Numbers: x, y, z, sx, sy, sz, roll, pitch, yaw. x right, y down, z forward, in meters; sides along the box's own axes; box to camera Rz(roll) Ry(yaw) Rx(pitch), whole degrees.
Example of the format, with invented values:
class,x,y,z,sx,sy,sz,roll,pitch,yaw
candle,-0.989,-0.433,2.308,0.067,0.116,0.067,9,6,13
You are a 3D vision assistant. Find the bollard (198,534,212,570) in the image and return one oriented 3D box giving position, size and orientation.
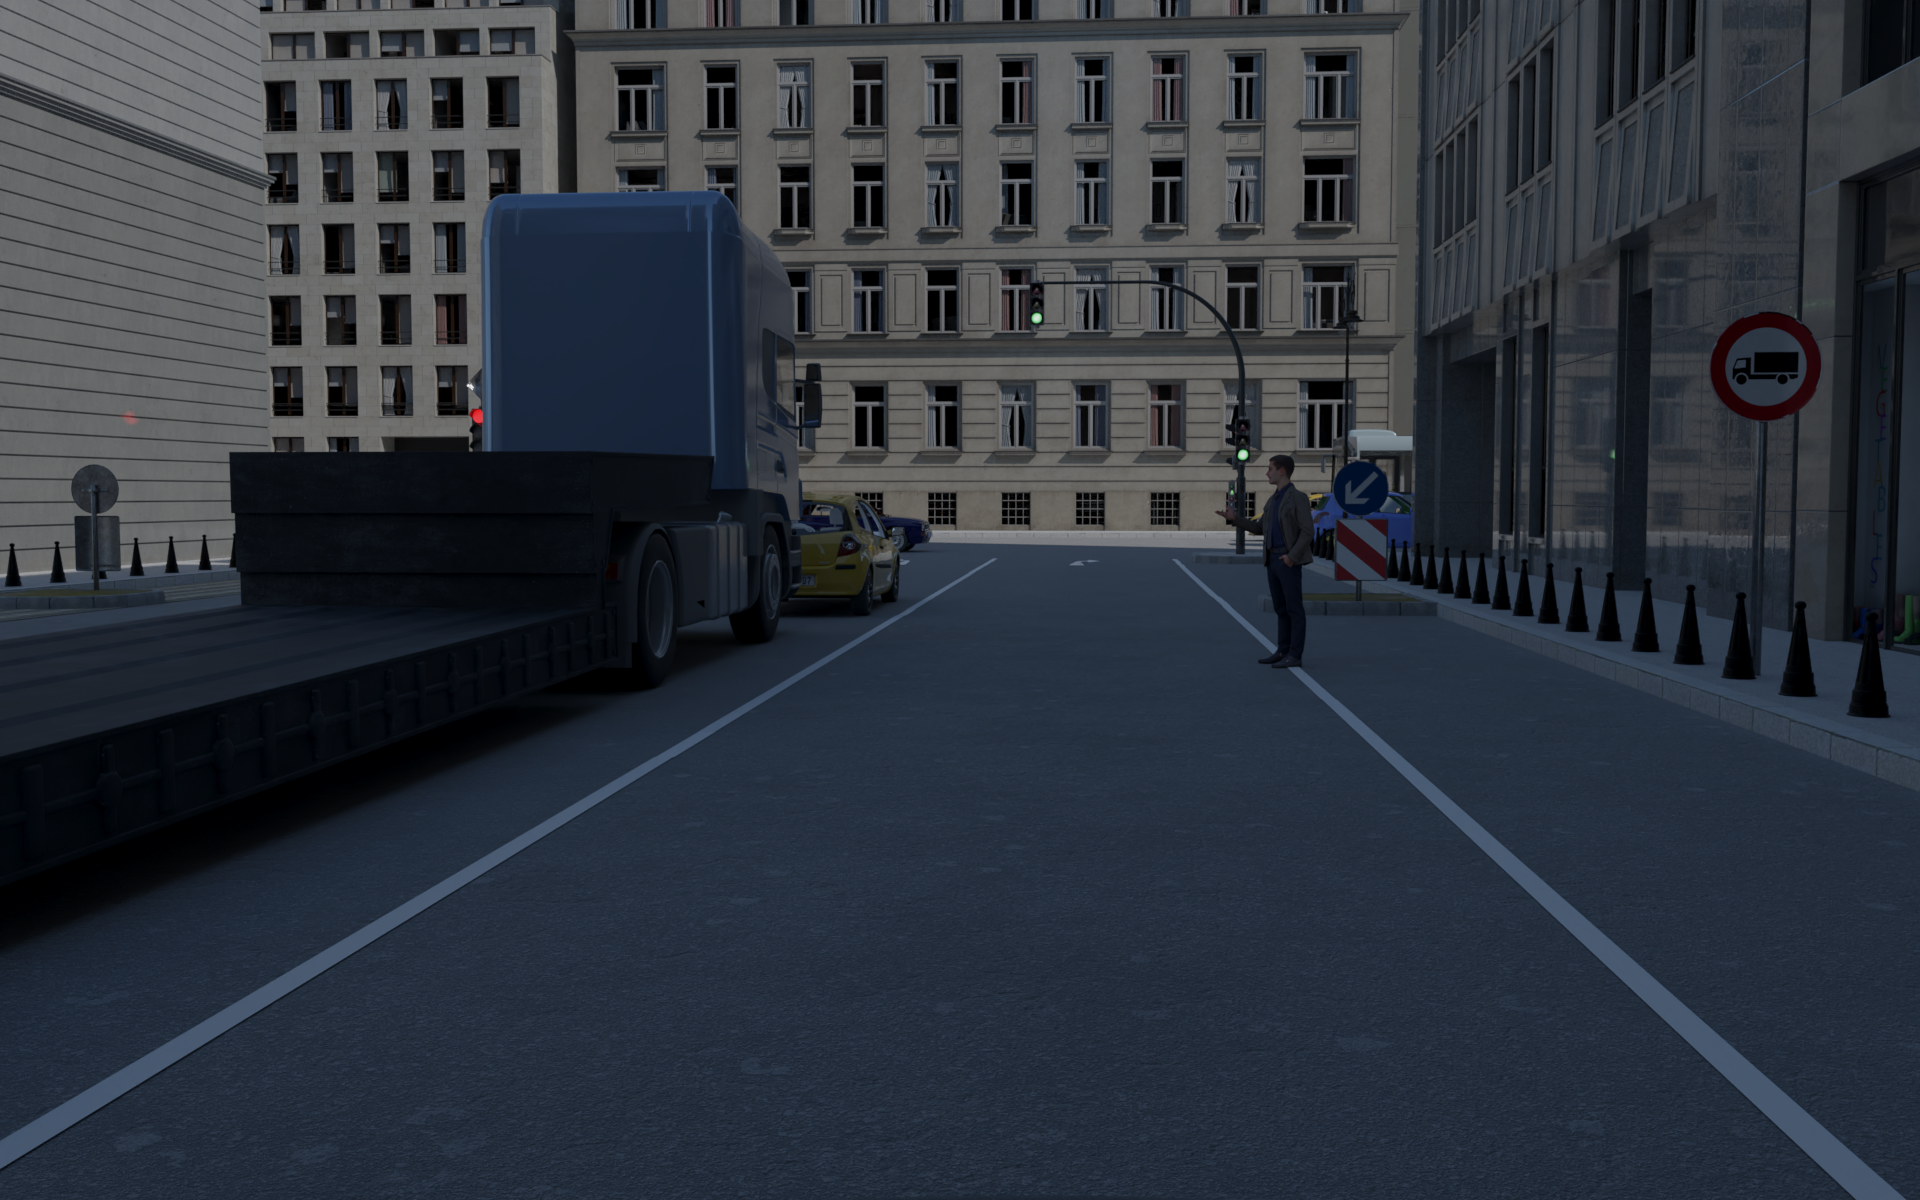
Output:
class,x,y,z,sx,sy,sz,roll,pitch,yaw
bollard,-12.729,-0.804,29.189,0.229,0.601,0.229,0,3,0

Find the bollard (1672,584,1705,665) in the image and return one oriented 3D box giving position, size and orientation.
class,x,y,z,sx,sy,sz,roll,pitch,yaw
bollard,5.509,0.181,13.075,0.229,0.601,0.229,0,3,0

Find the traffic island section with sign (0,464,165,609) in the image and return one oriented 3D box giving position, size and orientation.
class,x,y,z,sx,sy,sz,roll,pitch,yaw
traffic island section with sign,-11.482,-0.839,22.353,1.989,1.847,2.006,0,4,5

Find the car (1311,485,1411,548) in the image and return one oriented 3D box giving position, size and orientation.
class,x,y,z,sx,sy,sz,roll,pitch,yaw
car,9.946,-1.889,40.477,3.694,1.707,1.945,0,4,5

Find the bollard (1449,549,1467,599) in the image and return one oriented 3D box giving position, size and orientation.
class,x,y,z,sx,sy,sz,roll,pitch,yaw
bollard,6.187,-0.321,21.291,0.229,0.601,0.229,0,3,0

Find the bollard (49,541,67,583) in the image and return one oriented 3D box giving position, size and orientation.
class,x,y,z,sx,sy,sz,roll,pitch,yaw
bollard,-13.069,-0.553,25.082,0.229,0.601,0.229,0,3,0

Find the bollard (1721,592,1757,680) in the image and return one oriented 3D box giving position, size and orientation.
class,x,y,z,sx,sy,sz,roll,pitch,yaw
bollard,5.426,0.244,12.051,0.229,0.601,0.229,0,3,0

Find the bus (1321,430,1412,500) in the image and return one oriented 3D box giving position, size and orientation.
class,x,y,z,sx,sy,sz,roll,pitch,yaw
bus,15.890,-3.171,46.704,13.247,3.499,2.948,0,4,5

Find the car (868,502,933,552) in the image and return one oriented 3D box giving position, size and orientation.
class,x,y,z,sx,sy,sz,roll,pitch,yaw
car,-2.673,-1.878,43.283,3.894,1.354,1.945,0,4,7

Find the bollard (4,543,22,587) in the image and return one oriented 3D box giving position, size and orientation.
class,x,y,z,sx,sy,sz,roll,pitch,yaw
bollard,-13.154,-0.490,24.048,0.229,0.601,0.229,0,3,0

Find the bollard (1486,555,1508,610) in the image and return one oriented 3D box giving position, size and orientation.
class,x,y,z,sx,sy,sz,roll,pitch,yaw
bollard,6.021,-0.196,19.244,0.229,0.601,0.229,0,3,0

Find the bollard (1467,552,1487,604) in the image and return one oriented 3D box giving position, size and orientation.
class,x,y,z,sx,sy,sz,roll,pitch,yaw
bollard,6.105,-0.258,20.268,0.229,0.601,0.229,0,3,0

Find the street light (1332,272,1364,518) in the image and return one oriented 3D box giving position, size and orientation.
class,x,y,z,sx,sy,sz,roll,pitch,yaw
street light,8.091,-3.882,36.251,0.468,5.910,1.993,0,4,5

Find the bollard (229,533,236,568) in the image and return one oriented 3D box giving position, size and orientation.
class,x,y,z,sx,sy,sz,roll,pitch,yaw
bollard,-12.644,-0.867,30.215,0.229,0.601,0.229,0,3,0

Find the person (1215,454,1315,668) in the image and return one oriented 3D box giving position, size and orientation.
class,x,y,z,sx,sy,sz,roll,pitch,yaw
person,2.530,-0.329,14.405,0.750,1.759,0.617,0,4,-3

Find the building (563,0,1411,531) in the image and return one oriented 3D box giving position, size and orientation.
class,x,y,z,sx,sy,sz,roll,pitch,yaw
building,1.252,-14.304,67.149,30.059,22.955,16.112,0,4,5

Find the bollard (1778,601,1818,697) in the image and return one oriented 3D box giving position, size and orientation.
class,x,y,z,sx,sy,sz,roll,pitch,yaw
bollard,5.344,0.307,11.028,0.229,0.601,0.229,0,3,0

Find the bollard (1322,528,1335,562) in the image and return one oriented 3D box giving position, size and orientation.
class,x,y,z,sx,sy,sz,roll,pitch,yaw
bollard,7.204,-1.075,33.624,0.229,0.601,0.229,0,3,0

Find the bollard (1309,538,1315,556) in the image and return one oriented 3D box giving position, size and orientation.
class,x,y,z,sx,sy,sz,roll,pitch,yaw
bollard,7.373,-1.201,35.670,0.229,0.601,0.229,0,3,0

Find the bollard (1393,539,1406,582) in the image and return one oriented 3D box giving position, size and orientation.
class,x,y,z,sx,sy,sz,roll,pitch,yaw
bollard,6.526,-0.573,25.406,0.229,0.601,0.229,0,3,0

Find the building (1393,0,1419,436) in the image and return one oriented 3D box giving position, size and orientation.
class,x,y,z,sx,sy,sz,roll,pitch,yaw
building,29.626,-32.682,158.055,21.300,48.544,21.600,0,4,5

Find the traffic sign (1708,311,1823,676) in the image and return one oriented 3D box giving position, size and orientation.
class,x,y,z,sx,sy,sz,roll,pitch,yaw
traffic sign,5.631,-0.739,12.195,0.768,2.556,0.104,0,4,5

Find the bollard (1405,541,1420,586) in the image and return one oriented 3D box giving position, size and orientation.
class,x,y,z,sx,sy,sz,roll,pitch,yaw
bollard,6.443,-0.510,24.383,0.229,0.601,0.229,0,3,0

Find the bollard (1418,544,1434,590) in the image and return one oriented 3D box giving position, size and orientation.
class,x,y,z,sx,sy,sz,roll,pitch,yaw
bollard,6.359,-0.448,23.359,0.229,0.601,0.229,0,3,0

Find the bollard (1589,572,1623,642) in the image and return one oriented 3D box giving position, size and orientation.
class,x,y,z,sx,sy,sz,roll,pitch,yaw
bollard,5.677,0.055,15.137,0.229,0.601,0.229,0,3,0

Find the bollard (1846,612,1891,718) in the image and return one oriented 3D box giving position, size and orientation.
class,x,y,z,sx,sy,sz,roll,pitch,yaw
bollard,5.258,0.369,10.004,0.229,0.601,0.229,0,3,0

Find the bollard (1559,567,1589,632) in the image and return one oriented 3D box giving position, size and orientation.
class,x,y,z,sx,sy,sz,roll,pitch,yaw
bollard,5.766,-0.007,16.160,0.229,0.601,0.229,0,3,0

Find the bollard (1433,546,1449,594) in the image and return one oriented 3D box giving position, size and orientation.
class,x,y,z,sx,sy,sz,roll,pitch,yaw
bollard,6.271,-0.385,22.336,0.229,0.601,0.229,0,3,0

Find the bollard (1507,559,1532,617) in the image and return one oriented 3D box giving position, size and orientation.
class,x,y,z,sx,sy,sz,roll,pitch,yaw
bollard,5.932,-0.133,18.221,0.229,0.601,0.229,0,3,0

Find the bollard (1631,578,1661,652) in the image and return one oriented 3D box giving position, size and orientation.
class,x,y,z,sx,sy,sz,roll,pitch,yaw
bollard,5.596,0.118,14.113,0.229,0.601,0.229,0,3,0

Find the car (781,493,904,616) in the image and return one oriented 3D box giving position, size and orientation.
class,x,y,z,sx,sy,sz,roll,pitch,yaw
car,-1.771,-0.714,21.891,2.015,1.641,3.980,0,4,5

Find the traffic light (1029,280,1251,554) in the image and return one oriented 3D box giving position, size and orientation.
class,x,y,z,sx,sy,sz,roll,pitch,yaw
traffic light,3.856,-3.802,36.823,4.771,5.953,1.251,0,4,5

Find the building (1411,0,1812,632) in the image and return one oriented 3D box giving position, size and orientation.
class,x,y,z,sx,sy,sz,roll,pitch,yaw
building,14.508,-12.645,24.762,12.078,24.808,19.932,0,4,5

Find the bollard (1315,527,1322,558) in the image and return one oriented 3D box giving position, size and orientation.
class,x,y,z,sx,sy,sz,roll,pitch,yaw
bollard,7.288,-1.138,34.647,0.229,0.601,0.229,0,3,0

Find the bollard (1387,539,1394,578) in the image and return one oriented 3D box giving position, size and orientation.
class,x,y,z,sx,sy,sz,roll,pitch,yaw
bollard,6.609,-0.635,26.429,0.229,0.601,0.229,0,3,0

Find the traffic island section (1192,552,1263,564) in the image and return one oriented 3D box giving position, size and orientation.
class,x,y,z,sx,sy,sz,roll,pitch,yaw
traffic island section,5.987,-0.894,36.903,2.009,0.180,2.903,0,4,5

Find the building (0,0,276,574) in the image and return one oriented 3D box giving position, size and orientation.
class,x,y,z,sx,sy,sz,roll,pitch,yaw
building,-29.695,-15.548,31.702,29.804,29.767,11.434,0,4,5

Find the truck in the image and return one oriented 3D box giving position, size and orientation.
class,x,y,z,sx,sy,sz,roll,pitch,yaw
truck,-3.711,-1.223,9.749,2.967,4.110,18.799,0,4,6

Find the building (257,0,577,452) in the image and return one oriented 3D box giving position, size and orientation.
class,x,y,z,sx,sy,sz,roll,pitch,yaw
building,-22.387,-12.922,66.021,16.860,20.320,10.420,0,4,5

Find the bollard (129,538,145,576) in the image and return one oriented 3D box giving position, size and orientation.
class,x,y,z,sx,sy,sz,roll,pitch,yaw
bollard,-12.900,-0.678,27.129,0.229,0.601,0.229,0,3,0

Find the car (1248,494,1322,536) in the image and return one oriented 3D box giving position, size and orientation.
class,x,y,z,sx,sy,sz,roll,pitch,yaw
car,10.777,-2.596,52.666,3.980,1.641,2.015,0,4,3

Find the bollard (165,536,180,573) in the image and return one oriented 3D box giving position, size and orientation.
class,x,y,z,sx,sy,sz,roll,pitch,yaw
bollard,-12.817,-0.741,28.153,0.229,0.601,0.229,0,3,0

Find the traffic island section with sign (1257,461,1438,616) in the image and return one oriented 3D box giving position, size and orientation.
class,x,y,z,sx,sy,sz,roll,pitch,yaw
traffic island section with sign,4.718,-0.779,21.363,1.989,1.847,2.006,0,4,5

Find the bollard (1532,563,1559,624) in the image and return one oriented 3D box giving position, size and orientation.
class,x,y,z,sx,sy,sz,roll,pitch,yaw
bollard,5.848,-0.070,17.183,0.229,0.601,0.229,0,3,0

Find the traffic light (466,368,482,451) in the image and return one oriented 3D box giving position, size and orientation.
class,x,y,z,sx,sy,sz,roll,pitch,yaw
traffic light,-10.459,-3.009,38.124,0.839,4.253,0.868,0,4,5

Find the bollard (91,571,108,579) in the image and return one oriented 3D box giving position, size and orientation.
class,x,y,z,sx,sy,sz,roll,pitch,yaw
bollard,-12.982,-0.616,26.105,0.229,0.601,0.229,0,3,0
